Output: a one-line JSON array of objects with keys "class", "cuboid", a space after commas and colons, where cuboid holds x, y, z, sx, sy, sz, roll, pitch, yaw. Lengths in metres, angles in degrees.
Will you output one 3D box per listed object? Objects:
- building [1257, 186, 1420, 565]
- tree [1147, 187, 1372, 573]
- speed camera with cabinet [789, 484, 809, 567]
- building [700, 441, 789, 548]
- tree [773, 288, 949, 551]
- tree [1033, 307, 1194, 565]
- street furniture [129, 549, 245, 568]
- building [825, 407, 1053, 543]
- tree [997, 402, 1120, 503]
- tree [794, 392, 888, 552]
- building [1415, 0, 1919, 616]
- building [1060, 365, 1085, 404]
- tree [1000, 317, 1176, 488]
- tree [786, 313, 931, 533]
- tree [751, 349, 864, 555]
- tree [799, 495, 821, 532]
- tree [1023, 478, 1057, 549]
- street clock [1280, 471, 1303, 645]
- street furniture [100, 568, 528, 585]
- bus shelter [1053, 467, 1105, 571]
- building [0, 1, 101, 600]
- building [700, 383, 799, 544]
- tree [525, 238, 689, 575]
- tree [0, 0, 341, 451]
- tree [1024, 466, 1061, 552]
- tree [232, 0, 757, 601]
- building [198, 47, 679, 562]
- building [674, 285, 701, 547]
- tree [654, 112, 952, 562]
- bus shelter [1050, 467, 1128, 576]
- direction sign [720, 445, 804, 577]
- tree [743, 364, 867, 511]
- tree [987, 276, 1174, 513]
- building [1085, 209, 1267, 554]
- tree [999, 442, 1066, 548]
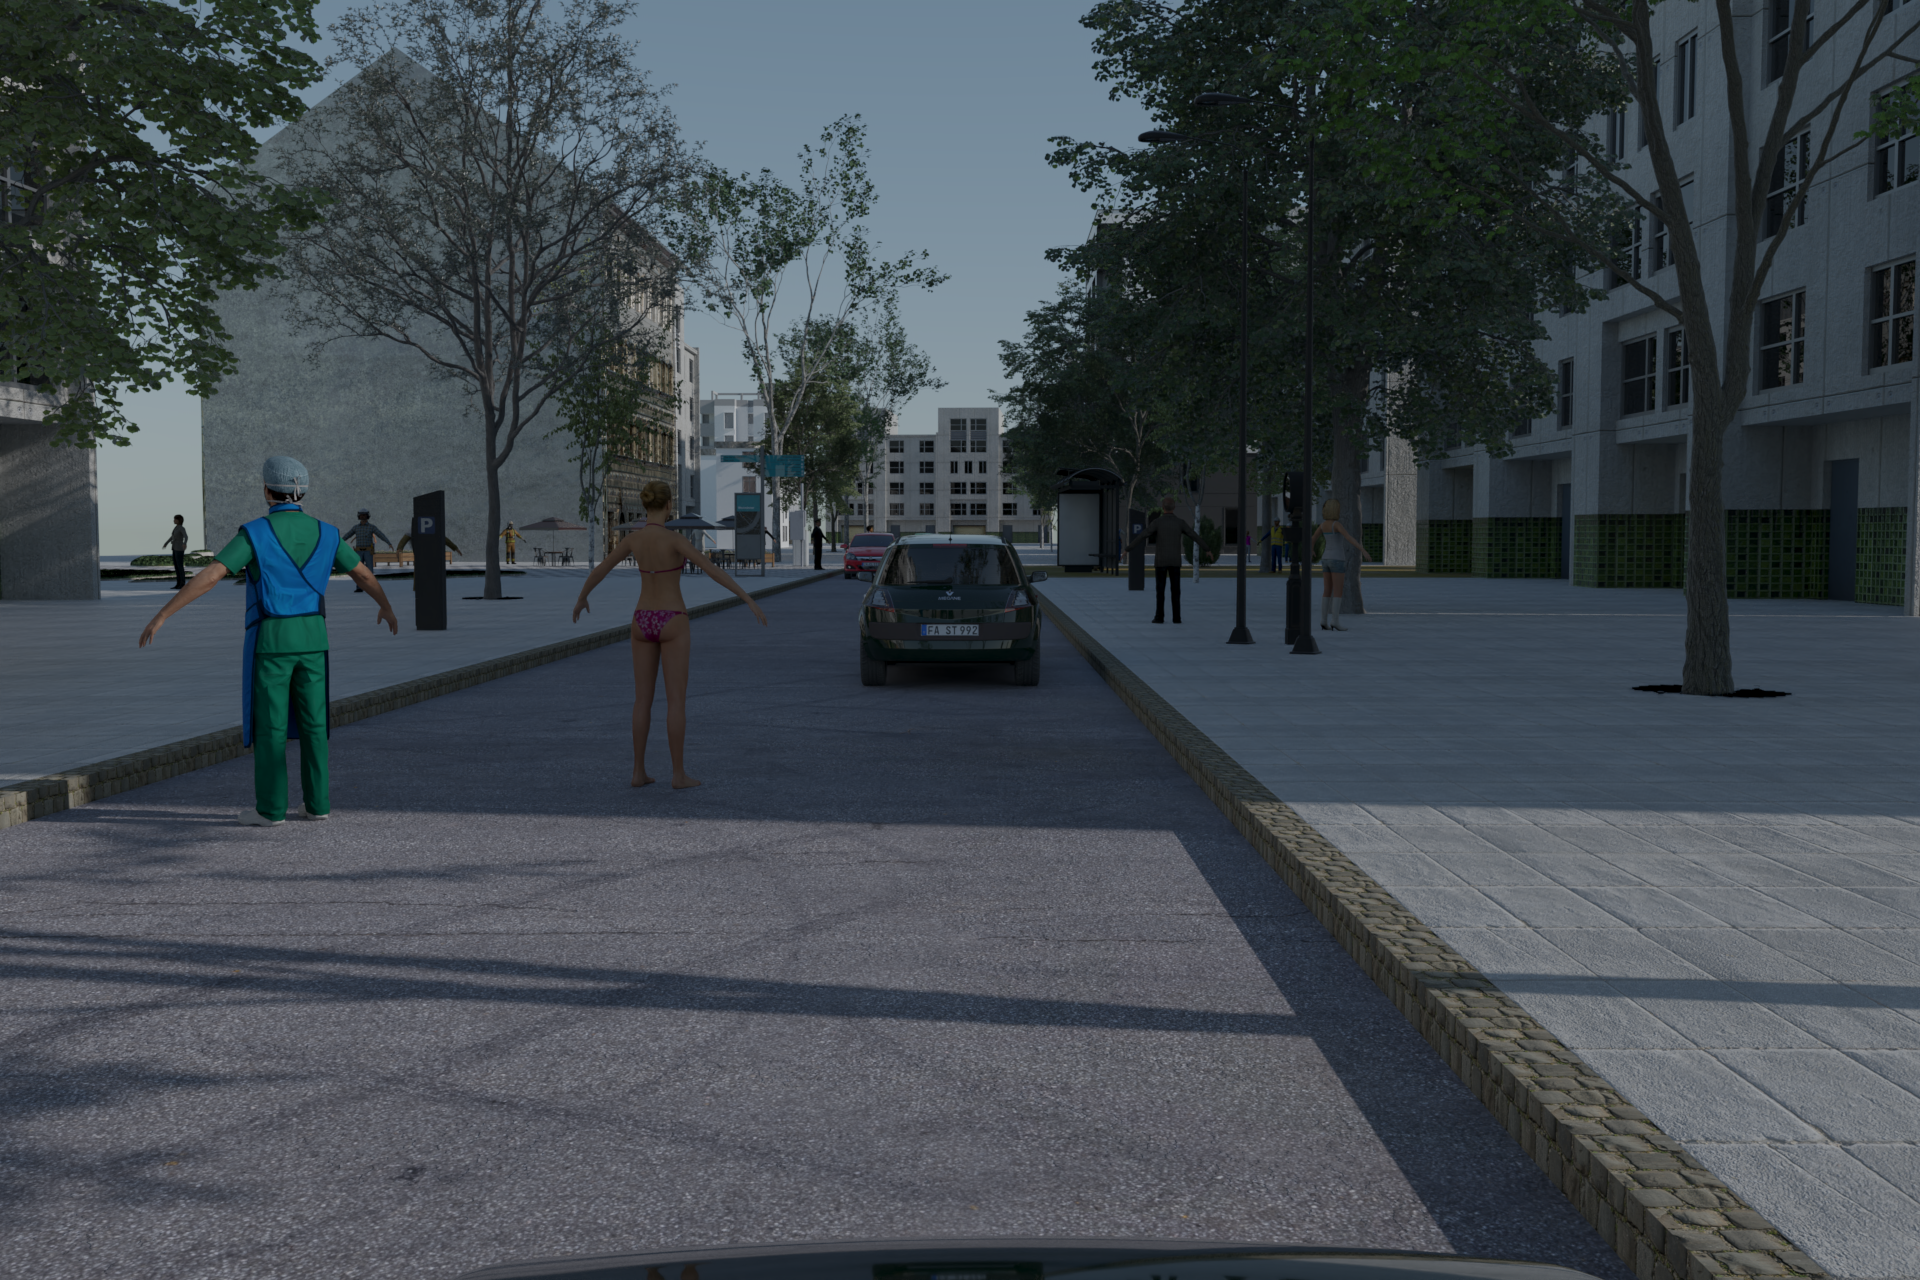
[{"class": "building", "cuboid": [25.931, -13.457, 86.484, 16.747, 18.905, 31.486, 0, 4, 0]}, {"class": "tree", "cuboid": [10.056, -8.536, 57.683, 7.486, 12.596, 7.792, 0, 3, 0]}, {"class": "speed camera with cabinet", "cuboid": [-6.371, -4.541, 68.580, 0.660, 3.252, 2.038, 0, 3, 0]}, {"class": "building", "cuboid": [-21.312, -13.987, 170.840, 9.099, 9.664, 28.070, 0, 4, 1]}, {"class": "tree", "cuboid": [-7.635, -16.968, 133.308, 12.611, 20.169, 13.585, 0, 3, 0]}, {"class": "tree", "cuboid": [6.811, -8.406, 71.844, 8.767, 10.594, 7.601, 1, 4, 20]}, {"class": "street furniture", "cuboid": [-29.951, -3.356, 70.494, 5.734, 0.657, 10.072, 0, 4, -5]}, {"class": "building", "cuboid": [-2.491, -23.220, 248.556, 31.486, 18.905, 16.747, 0, 4, 4]}, {"class": "tree", "cuboid": [6.341, -10.482, 105.787, 8.767, 10.594, 7.601, 0, 4, 6]}, {"class": "tree", "cuboid": [-8.907, -12.059, 122.918, 9.928, 11.665, 9.643, 0, 3, 0]}, {"class": "building", "cuboid": [23.477, -10.735, 41.972, 16.747, 18.905, 31.486, 0, 4, 1]}, {"class": "building", "cuboid": [26.126, -22.614, 213.716, 27.936, 21.610, 32.646, 0, 4, 0]}, {"class": "tree", "cuboid": [7.267, -11.270, 94.636, 12.009, 13.543, 11.850, 0, 3, 0]}, {"class": "tree", "cuboid": [-9.374, -17.975, 149.776, 12.611, 20.169, 13.585, 0, 3, 0]}, {"class": "tree", "cuboid": [-9.195, -11.503, 106.195, 7.486, 12.596, 7.792, 0, 3, 0]}, {"class": "tree", "cuboid": [-21.411, -18.082, 245.997, 4.737, 8.622, 4.395, 0, 3, 0]}, {"class": "tree", "cuboid": [7.263, -12.096, 148.128, 4.737, 8.622, 4.395, 0, 3, 0]}, {"class": "street clock", "cuboid": [3.886, -0.949, 20.081, 0.358, 2.002, 0.471, 0, 3, 0]}, {"class": "street furniture", "cuboid": [-28.162, -2.954, 53.326, 27.439, 1.986, 14.083, 1, 4, 21]}, {"class": "bus shelter", "cuboid": [4.383, -4.441, 63.899, 1.731, 3.624, 6.357, 0, 4, 1]}, {"class": "building", "cuboid": [-25.328, -9.257, 17.809, 16.747, 18.905, 31.486, 0, 4, 0]}, {"class": "building", "cuboid": [-26.451, -22.074, 217.333, 16.016, 20.090, 11.380, 0, 4, 0]}, {"class": "tree", "cuboid": [-9.239, -5.742, 44.245, 4.737, 8.622, 4.395, 0, 3, 0]}, {"class": "tree", "cuboid": [-9.555, -5.915, 14.833, 7.486, 12.596, 7.792, 0, 3, 0]}, {"class": "tree", "cuboid": [6.508, -10.546, 122.784, 4.360, 8.622, 3.978, 0, 3, 0]}, {"class": "tree", "cuboid": [-9.026, -7.537, 33.598, 12.009, 13.543, 11.850, 0, 3, 0]}, {"class": "building", "cuboid": [-25.284, -15.708, 87.756, 19.493, 23.208, 18.063, 0, 4, 1]}, {"class": "building", "cuboid": [-28.311, -15.331, 117.118, 16.747, 18.905, 31.486, 0, 3, 0]}, {"class": "tree", "cuboid": [-7.147, -13.561, 77.617, 12.611, 20.169, 13.585, 0, 3, 0]}, {"class": "bus shelter", "cuboid": [4.061, -3.755, 55.324, 2.014, 3.302, 5.546, 0, 4, -1]}, {"class": "direction sign", "cuboid": [-5.922, -3.912, 52.722, 2.525, 3.948, 1.411, 0, 4, 2]}, {"class": "tree", "cuboid": [-8.179, -9.716, 93.263, 7.601, 10.594, 8.767, -3, 5, -43]}, {"class": "tree", "cuboid": [6.444, -10.812, 83.438, 9.857, 13.997, 8.962, 0, 3, 0]}, {"class": "building", "cuboid": [22.833, -17.207, 125.303, 27.936, 21.610, 32.646, 0, 4, 1]}, {"class": "tree", "cuboid": [7.621, -14.168, 157.404, 9.928, 11.665, 9.643, 0, 3, 0]}]
